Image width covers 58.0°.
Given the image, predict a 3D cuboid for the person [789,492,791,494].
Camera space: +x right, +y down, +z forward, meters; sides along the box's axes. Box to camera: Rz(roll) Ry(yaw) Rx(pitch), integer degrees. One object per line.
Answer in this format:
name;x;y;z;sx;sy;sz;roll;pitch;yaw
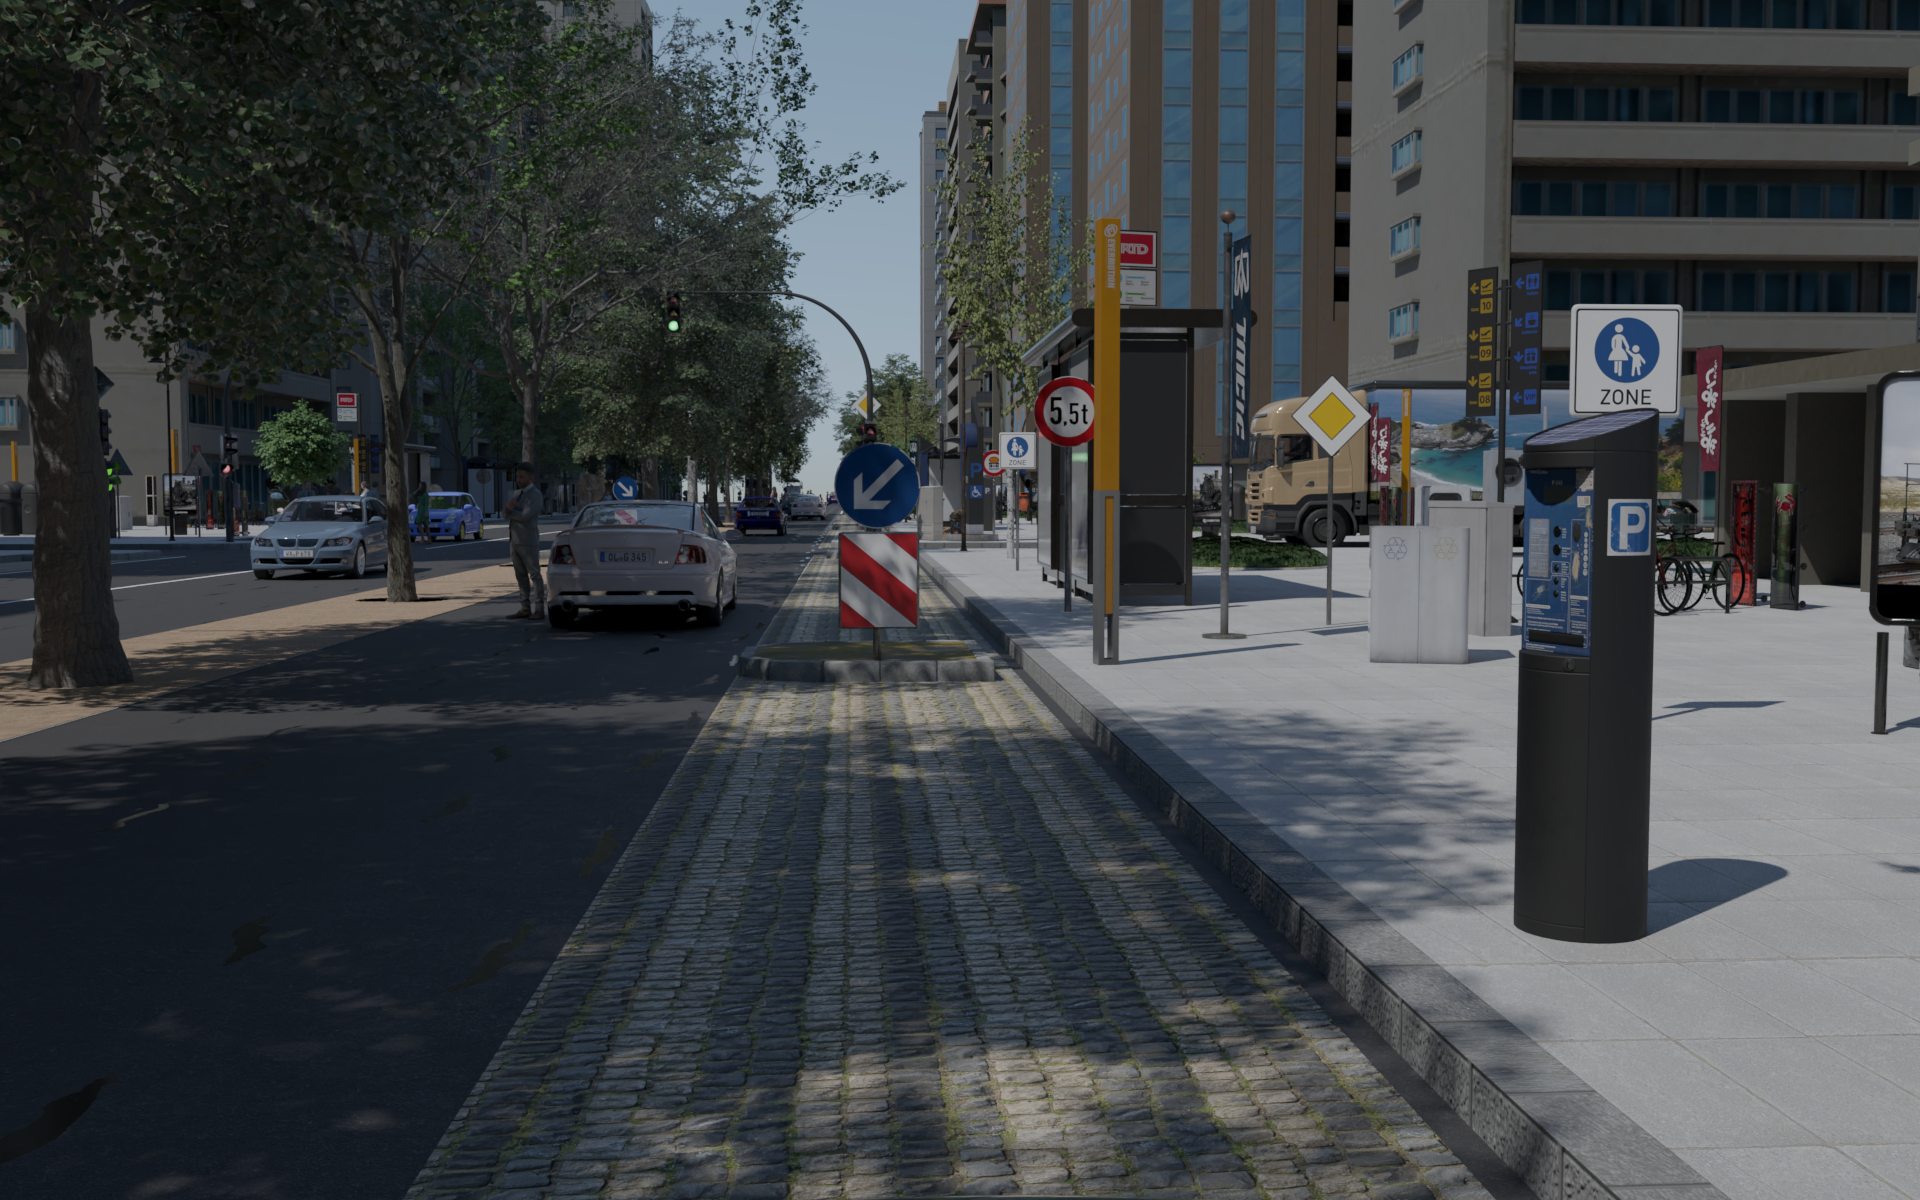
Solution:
person;-22.349;-13.323;227.042;1.217;1.736;0.721;-3;5;-42

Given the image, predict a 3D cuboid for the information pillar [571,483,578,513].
information pillar;-26.441;-6.994;118.848;0.304;2.012;0.304;1;4;17

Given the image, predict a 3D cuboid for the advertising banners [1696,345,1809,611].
advertising banners;9.023;-1.447;19.851;0.090;3.025;2.074;-1;4;-10

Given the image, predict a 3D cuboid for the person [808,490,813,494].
person;-12.572;-8.389;145.757;1.348;1.812;0.705;0;4;6

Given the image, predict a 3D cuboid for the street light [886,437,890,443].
street light;-5.067;-9.117;121.844;0.468;5.910;1.993;0;4;-4

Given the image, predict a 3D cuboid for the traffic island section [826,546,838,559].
traffic island section;-2.011;-1.035;39.208;2.009;0.180;2.903;0;4;-4

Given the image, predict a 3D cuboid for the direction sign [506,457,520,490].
direction sign;-27.590;-7.035;107.016;0.876;3.537;0.379;0;4;2

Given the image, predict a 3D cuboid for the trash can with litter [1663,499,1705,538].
trash can with litter;16.384;-1.687;38.965;1.055;1.170;0.624;-2;4;-34

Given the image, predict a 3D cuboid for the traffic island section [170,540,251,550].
traffic island section;-19.464;-1.459;46.137;2.009;0.180;2.903;0;4;-4

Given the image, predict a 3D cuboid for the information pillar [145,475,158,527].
information pillar;-31.773;-3.889;68.085;0.304;2.012;0.304;0;4;1

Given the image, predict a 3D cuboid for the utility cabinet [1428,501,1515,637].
utility cabinet;4.723;-0.299;16.044;0.306;1.237;1.020;-1;4;-15

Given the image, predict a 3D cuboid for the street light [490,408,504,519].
street light;-24.183;-7.208;90.638;0.468;5.910;1.993;0;4;-4

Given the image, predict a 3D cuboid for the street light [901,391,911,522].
street light;-2.441;-6.442;78.115;0.468;5.910;1.993;0;4;-4

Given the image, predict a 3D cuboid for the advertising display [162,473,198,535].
advertising display;-24.236;-2.973;53.830;0.974;1.923;0.123;-2;4;-24

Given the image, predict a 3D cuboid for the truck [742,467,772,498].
truck;-20.026;-11.199;172.014;2.839;4.237;11.283;0;4;-5

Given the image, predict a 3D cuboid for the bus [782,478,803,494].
bus;-25.753;-16.898;267.831;2.896;3.916;12.252;0;4;-3

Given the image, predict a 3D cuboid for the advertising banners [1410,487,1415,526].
advertising banners;10.063;-2.618;38.989;0.090;3.025;2.074;-2;4;-32

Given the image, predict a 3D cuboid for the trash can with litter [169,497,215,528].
trash can with litter;-28.542;-3.328;65.466;2.233;1.210;1.678;0;4;2

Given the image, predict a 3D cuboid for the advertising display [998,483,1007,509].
advertising display;2.663;-5.797;99.991;0.123;1.923;0.974;3;4;38

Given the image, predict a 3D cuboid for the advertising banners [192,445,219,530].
advertising banners;-27.037;-4.048;62.377;0.090;3.025;2.074;0;4;7

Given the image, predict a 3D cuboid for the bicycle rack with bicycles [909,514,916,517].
bicycle rack with bicycles;-2.743;-5.030;95.630;2.852;0.926;2.925;-1;4;-16

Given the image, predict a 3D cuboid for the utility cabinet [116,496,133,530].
utility cabinet;-29.951;-3.108;61.971;0.306;1.237;1.020;0;4;-5

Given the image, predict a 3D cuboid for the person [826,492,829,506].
person;-15.847;-12.033;205.957;0.721;1.735;1.217;0;4;-1

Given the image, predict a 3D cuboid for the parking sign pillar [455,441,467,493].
parking sign pillar;-25.629;-6.145;88.936;1.447;3.967;1.447;-1;4;-22

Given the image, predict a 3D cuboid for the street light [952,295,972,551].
street light;0.084;-4.041;38.859;0.468;5.910;1.993;0;4;-4

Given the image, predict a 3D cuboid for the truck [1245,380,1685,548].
truck;12.361;-3.368;43.973;11.283;4.237;2.839;0;4;-3

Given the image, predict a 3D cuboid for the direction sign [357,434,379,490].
direction sign;-22.427;-4.508;65.699;0.379;3.537;0.876;3;5;40

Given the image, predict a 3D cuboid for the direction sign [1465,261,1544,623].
direction sign;5.393;-1.544;17.239;0.379;3.537;0.876;-2;4;-35

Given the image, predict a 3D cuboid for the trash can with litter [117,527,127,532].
trash can with litter;-28.846;-2.885;58.229;1.678;1.210;2.233;1;4;23

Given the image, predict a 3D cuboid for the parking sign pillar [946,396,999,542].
parking sign pillar;0.337;-3.594;47.239;1.447;3.967;1.447;-1;4;-9

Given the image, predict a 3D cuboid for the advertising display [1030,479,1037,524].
advertising display;3.410;-4.165;73.313;0.974;1.923;0.123;-2;4;-28

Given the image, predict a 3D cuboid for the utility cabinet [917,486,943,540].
utility cabinet;-0.844;-2.403;47.975;0.318;1.500;1.173;-2;4;-23

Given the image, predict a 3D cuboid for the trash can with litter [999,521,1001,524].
trash can with litter;1.336;-3.986;76.230;1.678;1.210;2.233;0;4;7

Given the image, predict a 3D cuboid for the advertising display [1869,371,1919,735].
advertising display;5.267;-0.230;8.969;0.974;1.923;0.123;2;4;34

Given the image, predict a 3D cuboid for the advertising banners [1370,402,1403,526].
advertising banners;7.956;-2.217;32.433;0.090;3.025;2.074;0;4;-2

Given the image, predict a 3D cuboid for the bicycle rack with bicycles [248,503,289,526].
bicycle rack with bicycles;-27.994;-3.486;70.385;2.852;0.926;2.925;0;4;6

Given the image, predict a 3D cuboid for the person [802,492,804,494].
person;-20.792;-13.423;228.692;1.217;1.736;0.721;0;4;6

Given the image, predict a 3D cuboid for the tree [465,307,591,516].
tree;-25.453;-11.260;102.235;7.486;12.596;7.792;0;3;0

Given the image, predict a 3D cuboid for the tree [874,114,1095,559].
tree;1.162;-5.110;33.916;4.737;8.622;4.395;0;3;0

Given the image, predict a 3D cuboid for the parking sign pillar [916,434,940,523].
parking sign pillar;-1.239;-5.433;77.304;1.447;3.967;1.447;-1;4;-17

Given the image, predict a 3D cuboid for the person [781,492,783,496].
person;-28.421;-16.314;275.951;1.217;1.735;0.721;-3;4;-38

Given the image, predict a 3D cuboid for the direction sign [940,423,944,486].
direction sign;-0.582;-3.885;55.519;0.379;3.537;0.876;0;4;6

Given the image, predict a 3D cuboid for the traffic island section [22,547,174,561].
traffic island section;-18.971;-0.972;38.167;2.009;0.180;2.903;0;4;-4

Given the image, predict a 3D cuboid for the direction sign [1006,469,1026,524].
direction sign;2.362;-4.967;73.212;0.876;3.537;0.379;-1;4;-13

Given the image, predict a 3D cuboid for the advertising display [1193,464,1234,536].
advertising display;5.377;-1.958;37.224;0.974;1.923;0.123;0;4;-2

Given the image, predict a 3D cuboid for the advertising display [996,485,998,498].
advertising display;2.746;-7.019;119.970;0.123;1.923;0.974;-2;4;-25

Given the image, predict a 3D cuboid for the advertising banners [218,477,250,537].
advertising banners;-21.953;-3.442;52.465;0.090;3.025;2.074;0;4;-3

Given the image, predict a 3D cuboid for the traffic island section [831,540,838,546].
traffic island section;-2.505;-1.523;47.178;2.009;0.180;2.903;0;4;-4

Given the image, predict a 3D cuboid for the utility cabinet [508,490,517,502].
utility cabinet;-25.748;-5.652;101.089;1.173;1.500;0.318;-3;4;-38

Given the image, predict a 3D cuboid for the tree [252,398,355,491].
tree;-22.412;-4.597;58.871;4.285;4.588;4.351;0;3;0

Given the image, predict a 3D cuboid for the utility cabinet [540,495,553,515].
utility cabinet;-25.685;-5.868;107.101;1.020;1.237;0.306;1;4;9

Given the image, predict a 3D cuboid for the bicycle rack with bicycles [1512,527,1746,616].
bicycle rack with bicycles;7.354;-0.350;19.103;2.925;0.926;2.852;-1;4;-13

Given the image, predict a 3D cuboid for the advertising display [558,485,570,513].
advertising display;-27.338;-6.988;119.459;0.123;1.923;0.974;2;4;35

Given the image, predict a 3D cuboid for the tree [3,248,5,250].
tree;-20.171;-6.763;28.710;7.486;12.596;7.792;0;3;0

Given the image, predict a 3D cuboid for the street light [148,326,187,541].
street light;-21.577;-4.555;47.255;0.468;5.910;1.993;0;4;-4

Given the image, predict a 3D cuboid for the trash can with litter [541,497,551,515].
trash can with litter;-25.171;-5.765;105.641;0.624;1.170;1.055;1;4;16
